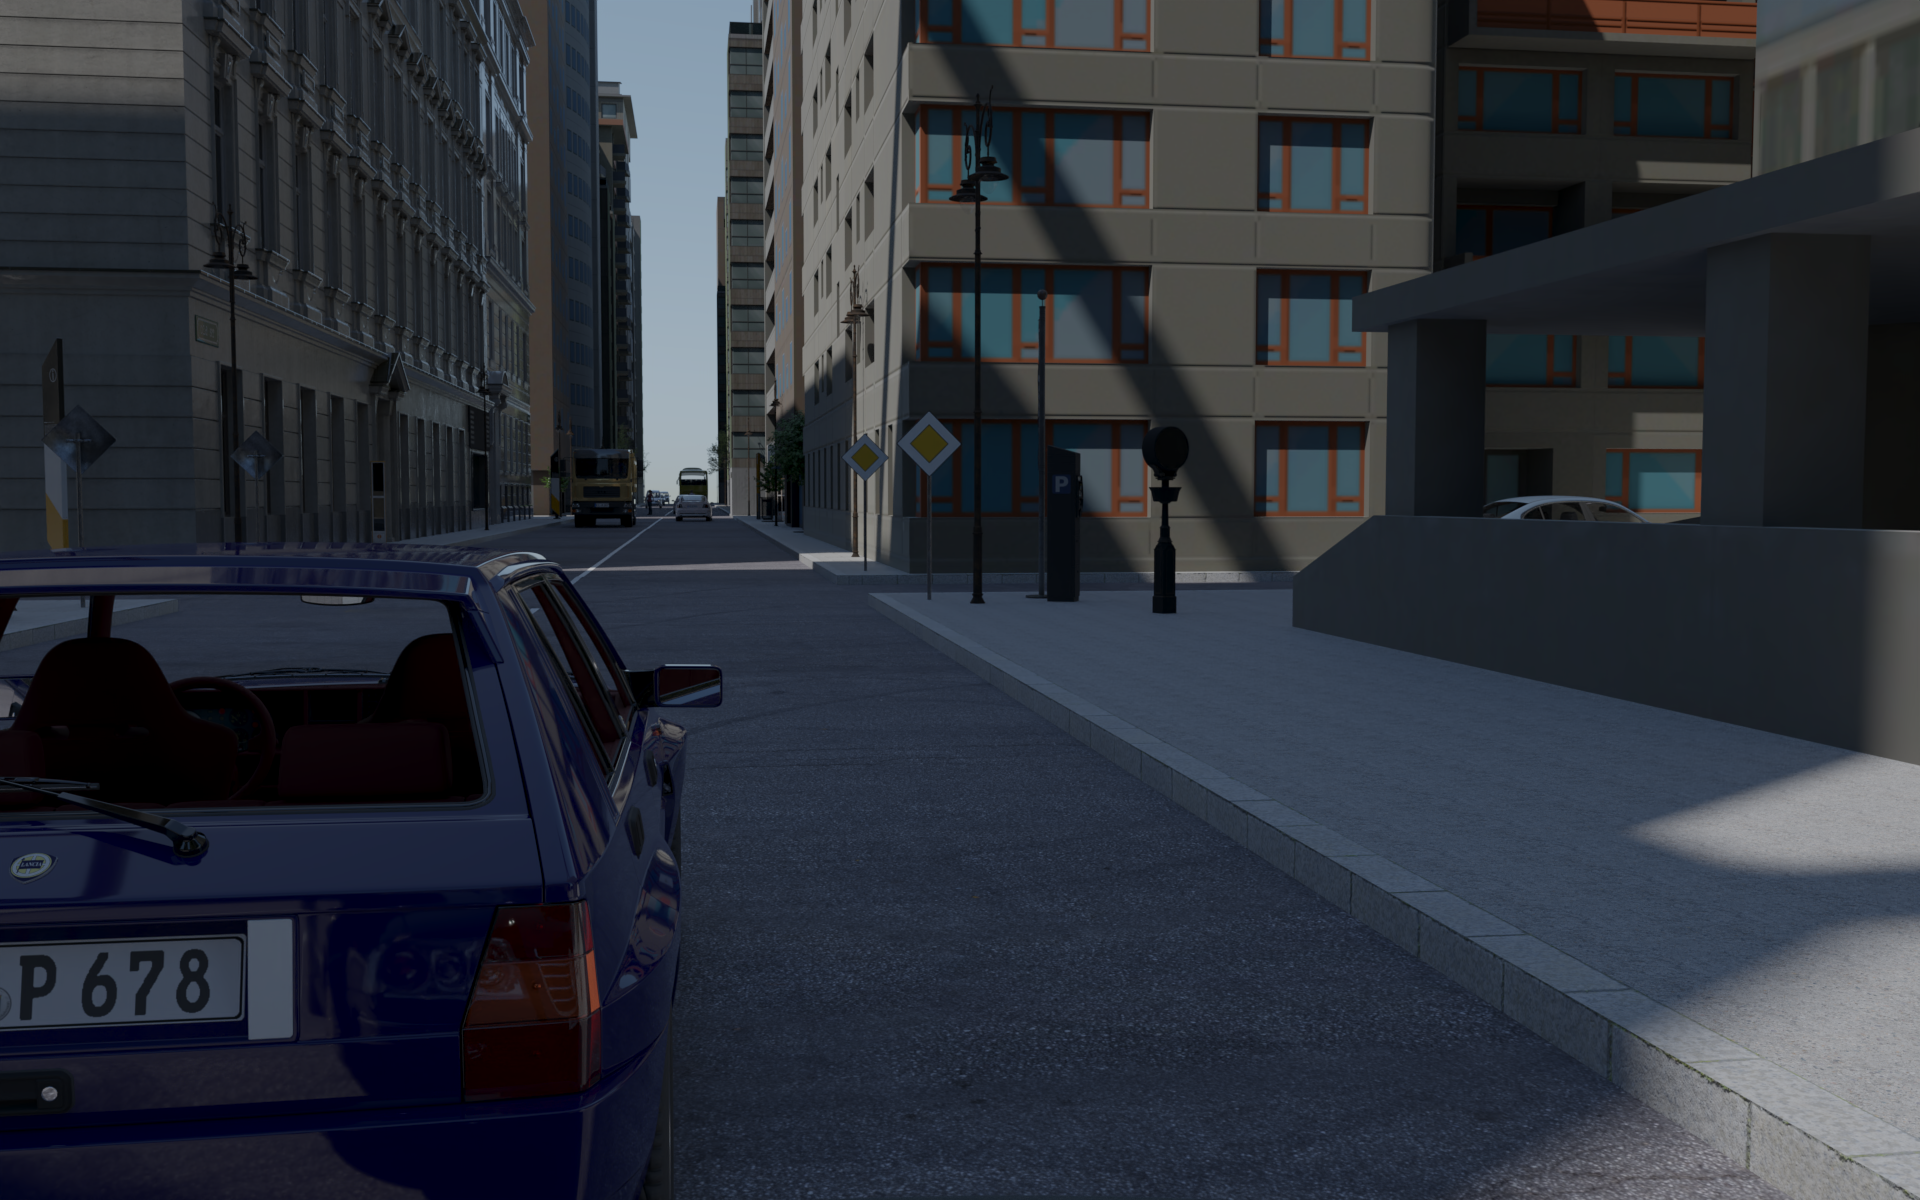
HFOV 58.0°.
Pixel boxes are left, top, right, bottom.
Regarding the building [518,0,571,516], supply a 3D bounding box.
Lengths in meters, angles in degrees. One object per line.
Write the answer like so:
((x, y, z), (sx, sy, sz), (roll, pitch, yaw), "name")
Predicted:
((-32.045, -27.990, 107.744), (14.600, 45.320, 14.200), (-1, 4, -9), "building")

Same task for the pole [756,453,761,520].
((-10.136, -5.702, 87.067), (0.158, 3.312, 0.155), (0, 3, 0), "pole")

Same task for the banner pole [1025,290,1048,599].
((1.001, -1.928, 21.539), (0.401, 3.779, 0.863), (0, 4, -2), "banner pole")

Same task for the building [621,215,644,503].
((-52.442, -34.409, 246.176), (14.154, 41.232, 14.086), (-1, 4, -9), "building")

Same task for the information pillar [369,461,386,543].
((-12.993, -2.090, 38.670), (0.304, 2.012, 0.304), (-2, 4, -24), "information pillar")

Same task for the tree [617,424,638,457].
((-35.281, -13.953, 178.497), (4.737, 8.622, 4.395), (0, 3, 0), "tree")

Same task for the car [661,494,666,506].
((-38.064, -12.612, 218.206), (2.014, 1.417, 4.499), (-1, 4, -11), "car")

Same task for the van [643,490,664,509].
((-30.671, -10.171, 173.299), (2.013, 2.044, 4.112), (-1, 4, -10), "van")

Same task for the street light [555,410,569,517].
((-21.961, -7.480, 95.082), (0.468, 5.910, 1.993), (-1, 4, -9), "street light")

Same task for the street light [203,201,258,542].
((-11.614, -3.360, 27.727), (0.468, 5.910, 1.993), (-1, 4, -9), "street light")

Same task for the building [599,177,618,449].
((-40.051, -24.017, 164.374), (14.160, 30.474, 14.107), (-1, 4, -9), "building")

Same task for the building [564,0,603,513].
((-38.130, -35.836, 127.922), (21.231, 58.520, 28.212), (-1, 4, -9), "building")

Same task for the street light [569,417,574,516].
((-23.228, -7.992, 103.462), (0.468, 5.910, 1.993), (-1, 4, -9), "street light")

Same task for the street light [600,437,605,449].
((-28.201, -10.036, 136.874), (0.468, 5.910, 1.993), (-1, 4, -9), "street light")

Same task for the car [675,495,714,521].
((-14.166, -4.887, 92.262), (2.083, 1.381, 4.827), (0, 4, -7), "car")

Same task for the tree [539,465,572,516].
((-23.142, -6.443, 99.937), (1.663, 3.219, 1.824), (0, 3, 0), "tree")

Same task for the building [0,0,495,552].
((-23.416, -16.561, 47.180), (17.030, 29.872, 44.131), (-1, 4, -9), "building")

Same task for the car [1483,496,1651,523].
((8.957, -0.795, 24.994), (4.499, 1.417, 2.014), (-1, 4, -9), "car")

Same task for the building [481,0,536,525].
((-26.971, -17.933, 79.109), (13.634, 28.700, 20.117), (-1, 4, -9), "building")

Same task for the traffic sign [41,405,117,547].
((-9.912, -0.971, 19.520), (0.795, 2.450, 0.064), (-1, 4, -9), "traffic sign")

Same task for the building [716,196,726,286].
((-28.579, -36.954, 254.313), (14.600, 45.320, 14.200), (-1, 4, -9), "building")

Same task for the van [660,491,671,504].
((-43.591, -15.169, 255.030), (2.013, 2.044, 4.112), (-1, 4, -9), "van")

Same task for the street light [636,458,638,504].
((-40.817, -15.072, 219.207), (0.468, 5.910, 1.993), (-1, 4, -9), "street light")

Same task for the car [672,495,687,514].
((-19.829, -6.915, 125.421), (2.083, 1.381, 4.827), (-1, 4, -10), "car")

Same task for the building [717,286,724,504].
((-26.670, -28.688, 240.749), (14.160, 30.474, 14.107), (-1, 4, -9), "building")

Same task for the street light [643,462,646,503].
((-46.104, -17.150, 253.186), (0.468, 5.910, 1.993), (-1, 4, -9), "street light")

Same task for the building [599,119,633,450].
((-48.848, -33.172, 196.983), (22.147, 44.769, 28.867), (-1, 4, -9), "building")

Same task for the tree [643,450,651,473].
((-48.408, -18.901, 259.386), (4.360, 8.622, 3.978), (0, 3, 0), "tree")

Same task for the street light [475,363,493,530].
((-16.746, -5.402, 61.115), (0.468, 5.910, 1.993), (-1, 4, -9), "street light")

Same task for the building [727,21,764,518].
((-7.791, -20.751, 110.985), (14.160, 30.474, 14.107), (-1, 4, -9), "building")

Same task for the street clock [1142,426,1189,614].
((2.202, -0.858, 18.598), (0.471, 2.002, 0.358), (-2, 4, -31), "street clock")

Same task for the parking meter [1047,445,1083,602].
((1.252, -0.914, 20.663), (0.399, 1.863, 0.255), (1, 4, 17), "parking meter")

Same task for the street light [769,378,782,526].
((-7.334, -5.881, 68.935), (0.468, 5.910, 1.993), (-1, 4, -9), "street light")

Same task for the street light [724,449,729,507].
((-23.979, -12.551, 178.003), (0.468, 5.910, 1.993), (-1, 4, -9), "street light")

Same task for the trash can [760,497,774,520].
((-9.554, -4.539, 85.861), (0.748, 1.137, 0.748), (0, 3, 0), "trash can")

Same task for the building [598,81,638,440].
((-56.399, -38.827, 224.053), (28.713, 52.752, 27.495), (-1, 4, -9), "building")

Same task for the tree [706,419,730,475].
((-24.183, -15.472, 187.383), (7.601, 10.594, 8.767), (2, 4, 30), "tree")

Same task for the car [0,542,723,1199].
((-1.540, 0.515, 4.162), (1.945, 1.354, 3.894), (-1, 4, -9), "car")

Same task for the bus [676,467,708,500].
((-24.616, -10.274, 159.520), (2.896, 3.916, 12.252), (-1, 4, -10), "bus")

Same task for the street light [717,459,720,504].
((-31.530, -15.566, 227.290), (0.468, 5.910, 1.993), (-1, 4, -9), "street light")

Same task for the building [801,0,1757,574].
((11.389, -12.109, 43.022), (28.899, 21.520, 27.650), (-1, 4, -9), "building")

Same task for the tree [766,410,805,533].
((-4.785, -4.536, 57.874), (4.285, 4.588, 4.351), (0, 3, 0), "tree")

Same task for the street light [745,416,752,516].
((-12.539, -7.952, 102.801), (0.468, 5.910, 1.993), (-1, 4, -9), "street light")

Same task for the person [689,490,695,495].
((-18.867, -6.888, 122.065), (0.756, 1.711, 0.436), (1, 4, 19), "person")

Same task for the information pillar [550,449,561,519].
((-20.814, -5.975, 89.040), (0.183, 3.616, 0.504), (3, 5, 39), "information pillar")

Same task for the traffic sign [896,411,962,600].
((-0.375, -1.059, 20.951), (0.795, 2.450, 0.064), (-1, 4, -9), "traffic sign")

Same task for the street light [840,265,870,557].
((-2.127, -3.810, 35.084), (0.468, 5.910, 1.993), (-1, 4, -9), "street light")

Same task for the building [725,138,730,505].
((-20.320, -31.751, 202.723), (14.154, 41.232, 14.086), (-1, 4, -9), "building")

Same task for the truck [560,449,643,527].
((-15.719, -4.943, 76.750), (3.469, 3.379, 9.791), (-1, 4, -9), "truck")

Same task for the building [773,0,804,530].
((-0.049, -25.525, 67.451), (14.600, 45.320, 14.200), (-1, 4, -9), "building")

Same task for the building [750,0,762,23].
((-9.762, -33.331, 164.577), (23.786, 49.044, 30.456), (-1, 4, -9), "building")

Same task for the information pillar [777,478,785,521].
((-8.371, -4.703, 81.387), (0.304, 2.012, 0.304), (3, 5, 40), "information pillar")

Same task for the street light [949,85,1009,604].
((0.207, -2.897, 20.147), (0.468, 5.910, 1.993), (-1, 4, -9), "street light")

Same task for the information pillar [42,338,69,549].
((-13.676, -2.131, 26.196), (0.504, 3.616, 0.183), (2, 4, 35), "information pillar")

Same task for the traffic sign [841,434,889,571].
((-1.581, -1.541, 28.845), (0.795, 2.450, 0.064), (-1, 4, -9), "traffic sign")

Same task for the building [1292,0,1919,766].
((20.187, -19.525, 11.120), (32.217, 40.220, 23.993), (-1, 4, -9), "building")

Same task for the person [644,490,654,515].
((-21.480, -6.751, 119.597), (0.721, 1.743, 1.217), (-3, 5, -43), "person")

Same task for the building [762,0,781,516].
((0.474, -28.739, 93.583), (21.300, 48.544, 21.600), (-1, 4, -9), "building")

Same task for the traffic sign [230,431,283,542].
((-11.118, -1.454, 27.414), (0.795, 2.450, 0.064), (-1, 4, -9), "traffic sign")

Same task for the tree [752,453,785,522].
((-8.762, -5.201, 79.632), (1.663, 3.219, 1.824), (0, 3, 0), "tree")
